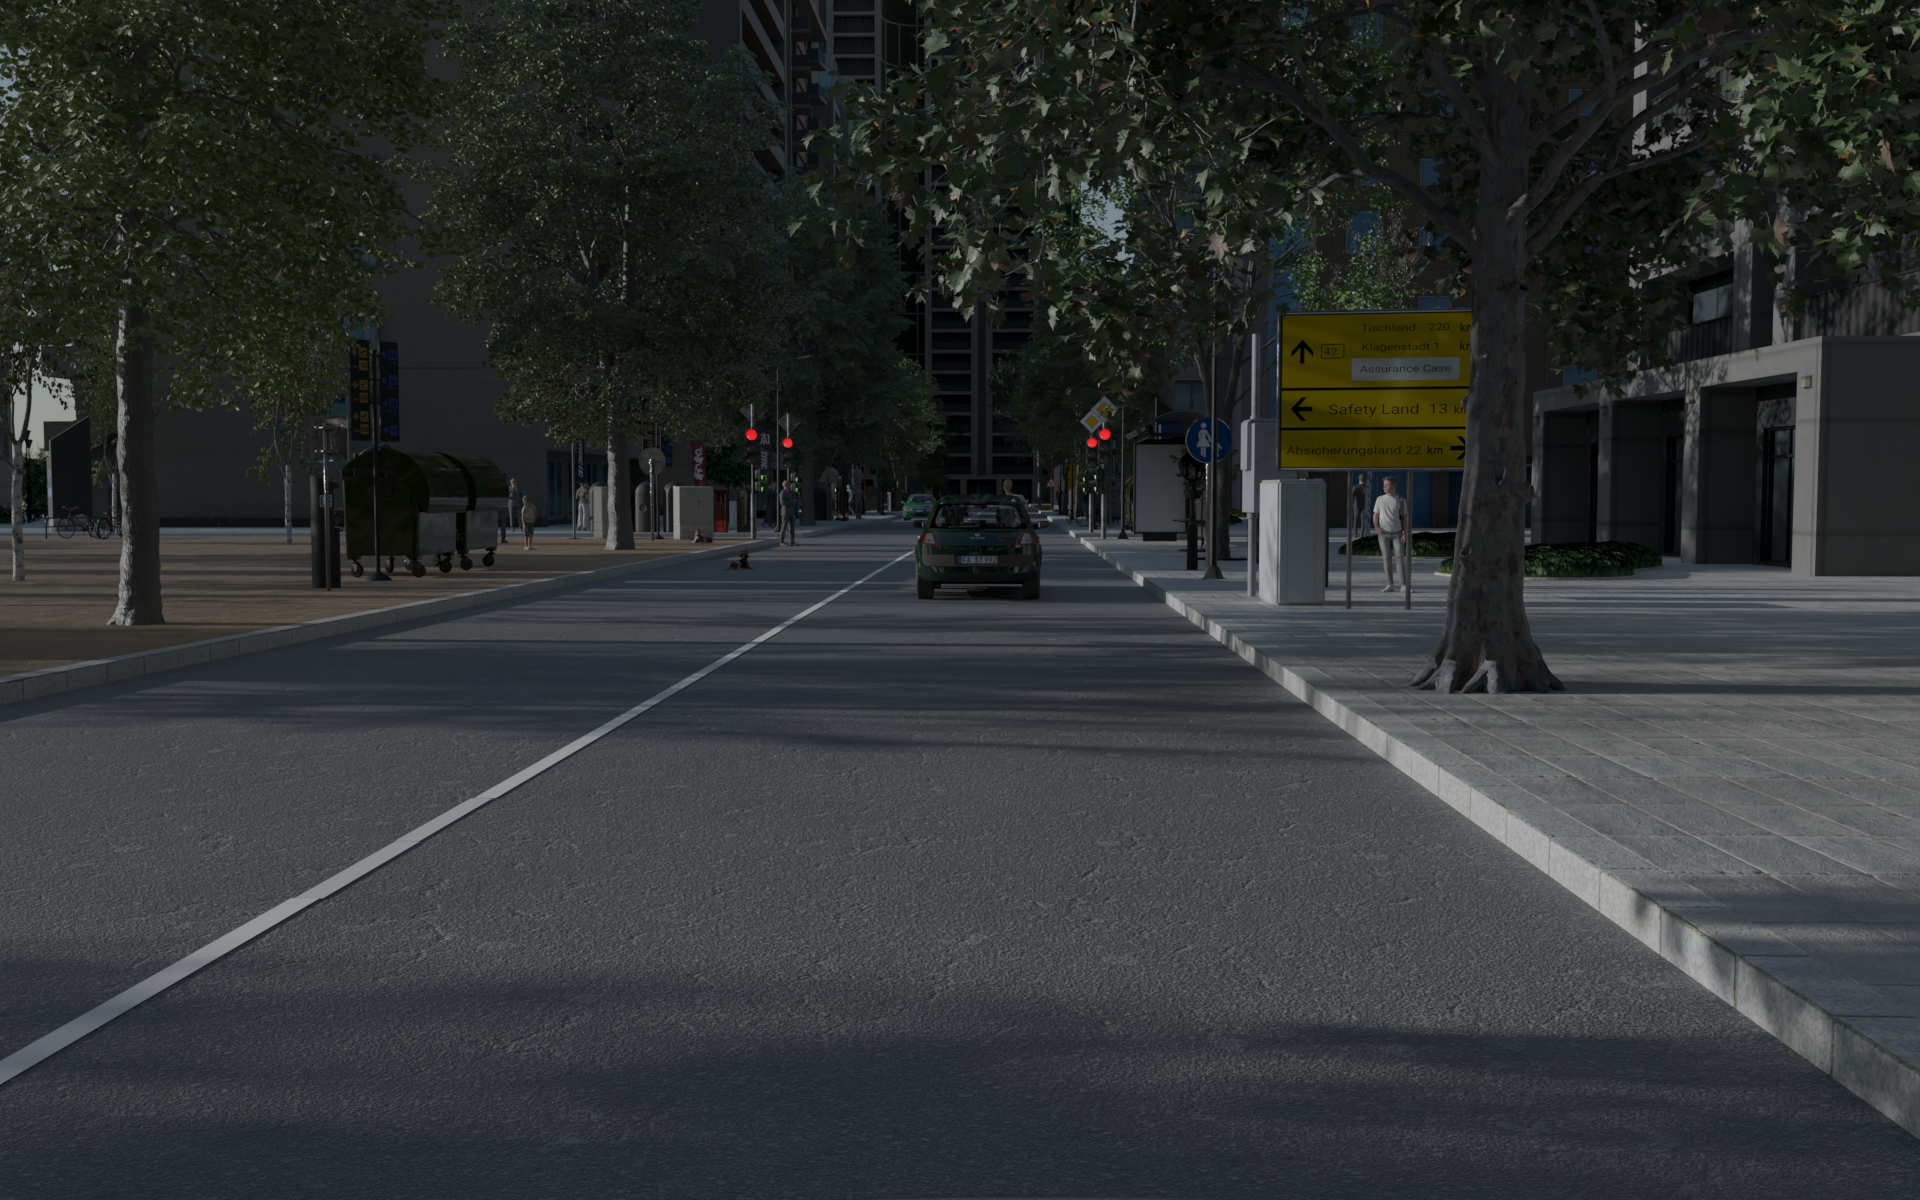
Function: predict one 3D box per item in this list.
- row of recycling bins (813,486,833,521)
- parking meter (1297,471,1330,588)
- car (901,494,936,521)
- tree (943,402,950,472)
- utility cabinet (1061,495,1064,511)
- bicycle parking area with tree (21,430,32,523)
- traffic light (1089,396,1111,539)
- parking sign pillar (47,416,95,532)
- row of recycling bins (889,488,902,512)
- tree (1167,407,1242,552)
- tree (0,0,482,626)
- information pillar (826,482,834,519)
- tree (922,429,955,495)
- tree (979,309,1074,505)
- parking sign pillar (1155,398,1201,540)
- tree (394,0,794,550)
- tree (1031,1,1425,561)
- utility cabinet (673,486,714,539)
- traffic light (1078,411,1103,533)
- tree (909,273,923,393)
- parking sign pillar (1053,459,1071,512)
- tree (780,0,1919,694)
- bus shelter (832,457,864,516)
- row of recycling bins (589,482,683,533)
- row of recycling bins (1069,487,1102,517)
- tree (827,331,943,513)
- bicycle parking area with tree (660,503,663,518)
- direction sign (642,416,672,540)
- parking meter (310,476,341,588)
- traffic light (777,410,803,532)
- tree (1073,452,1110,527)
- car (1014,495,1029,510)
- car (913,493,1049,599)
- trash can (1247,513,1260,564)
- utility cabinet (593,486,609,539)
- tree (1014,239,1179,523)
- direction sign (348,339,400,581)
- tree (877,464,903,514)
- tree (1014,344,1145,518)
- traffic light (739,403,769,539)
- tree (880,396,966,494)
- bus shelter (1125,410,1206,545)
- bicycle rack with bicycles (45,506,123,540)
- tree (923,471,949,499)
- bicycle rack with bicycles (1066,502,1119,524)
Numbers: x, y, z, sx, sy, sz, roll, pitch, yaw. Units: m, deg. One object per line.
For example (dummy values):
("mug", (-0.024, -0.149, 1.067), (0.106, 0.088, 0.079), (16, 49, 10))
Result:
("row of recycling bins", (-6.781, -4.770, 85.106), (1.069, 1.692, 3.534), (0, 4, 1))
("parking meter", (4.843, -1.104, 23.766), (0.399, 1.863, 0.255), (-1, 4, -18))
("car", (-2.088, -5.028, 94.001), (2.131, 1.459, 4.920), (0, 4, 2))
("tree", (-4.237, -15.486, 171.321), (7.486, 12.596, 7.792), (0, 3, 0))
("utility cabinet", (6.837, -6.316, 114.431), (0.306, 1.237, 1.020), (1, 4, 12))
("bicycle parking area with tree", (-41.467, -5.687, 79.978), (9.016, 4.147, 8.231), (1, 4, 15))
("traffic light", (4.115, -3.714, 49.641), (0.839, 4.253, 0.868), (0, 4, 2))
("parking sign pillar", (-30.455, -4.327, 59.223), (1.447, 3.967, 1.447), (3, 5, 43))
("row of recycling bins", (-4.850, -7.410, 128.261), (1.069, 1.692, 3.534), (0, 4, 3))
("tree", (5.391, -2.683, 38.461), (1.663, 3.219, 1.824), (0, 3, 0))
("tree", (-8.264, -6.058, 17.172), (7.486, 12.596, 7.792), (0, 3, 0))
("information pillar", (-6.595, -5.104, 87.938), (0.304, 2.012, 0.304), (2, 4, 35))
("tree", (-2.791, -14.029, 179.737), (4.360, 8.622, 3.978), (0, 3, 0))
("tree", (8.516, -19.498, 174.688), (12.611, 20.169, 13.585), (0, 3, 0))
("parking sign pillar", (6.147, -3.679, 48.617), (1.447, 3.967, 1.447), (0, 4, -5))
("tree", (-7.784, -8.139, 39.731), (9.857, 13.997, 8.962), (0, 3, 0))
("tree", (4.973, -6.563, 33.067), (9.928, 11.665, 9.643), (0, 3, 0))
("utility cabinet", (-7.485, -2.448, 48.705), (0.318, 1.500, 1.173), (3, 5, 44))
("traffic light", (4.359, -4.202, 57.623), (0.839, 4.253, 0.868), (0, 4, 2))
("tree", (-6.054, -9.942, 69.205), (9.857, 13.997, 8.962), (0, 3, 0))
("parking sign pillar", (7.451, -8.352, 125.025), (1.447, 3.967, 1.447), (2, 4, 28))
("tree", (3.633, -5.759, 11.163), (9.611, 12.733, 9.660), (0, 3, 0))
("bus shelter", (-6.546, -6.934, 104.651), (1.731, 3.624, 6.357), (0, 4, 2))
("row of recycling bins", (-10.865, -3.132, 58.319), (3.534, 1.692, 1.069), (1, 4, 14))
("row of recycling bins", (7.308, -5.593, 98.555), (1.069, 1.692, 3.534), (3, 4, 37))
("tree", (-5.927, -12.275, 118.817), (7.486, 12.596, 7.792), (0, 3, 0))
("bicycle parking area with tree", (-19.797, -6.603, 94.961), (9.016, 4.147, 8.231), (0, 4, 6))
("direction sign", (-8.531, -3.478, 48.869), (0.876, 3.537, 0.379), (-2, 4, -30))
("parking meter", (-8.679, -0.934, 23.688), (0.372, 1.533, 0.369), (0, 3, 0))
("traffic light", (-5.698, -4.220, 57.913), (0.839, 4.253, 0.868), (0, 4, 2))
("tree", (5.090, -4.508, 68.307), (1.663, 3.219, 1.824), (0, 3, 0))
("car", (3.885, -6.833, 124.083), (2.083, 1.381, 4.827), (0, 4, 1))
("car", (0.291, -0.929, 24.983), (2.009, 1.686, 4.222), (0, 4, 2))
("trash can", (5.626, -1.248, 32.059), (0.748, 1.137, 0.748), (0, 3, 0))
("utility cabinet", (-10.036, -2.507, 49.663), (0.318, 1.500, 1.173), (1, 4, 23))
("tree", (6.121, -9.749, 77.520), (7.486, 12.596, 7.792), (0, 3, 0))
("direction sign", (-8.634, -2.055, 25.599), (0.379, 3.537, 0.876), (2, 4, 31))
("tree", (-4.724, -7.115, 110.929), (1.663, 3.219, 1.824), (0, 3, 0))
("tree", (6.537, -9.647, 92.144), (7.601, 10.594, 8.767), (-1, 4, -15))
("traffic light", (-5.942, -3.732, 49.932), (0.839, 4.253, 0.868), (0, 4, 2))
("tree", (-3.937, -13.722, 158.770), (8.767, 10.594, 7.601), (-2, 4, -32))
("bus shelter", (5.408, -3.086, 44.380), (2.014, 3.302, 5.546), (0, 4, 2))
("bicycle rack with bicycles", (-24.834, -2.249, 50.149), (2.852, 0.926, 2.925), (1, 4, 15))
("tree", (-2.711, -12.864, 194.031), (4.285, 4.588, 4.351), (0, 3, 0))
("bicycle rack with bicycles", (6.123, -3.764, 74.919), (2.852, 0.926, 2.925), (-1, 4, -16))
